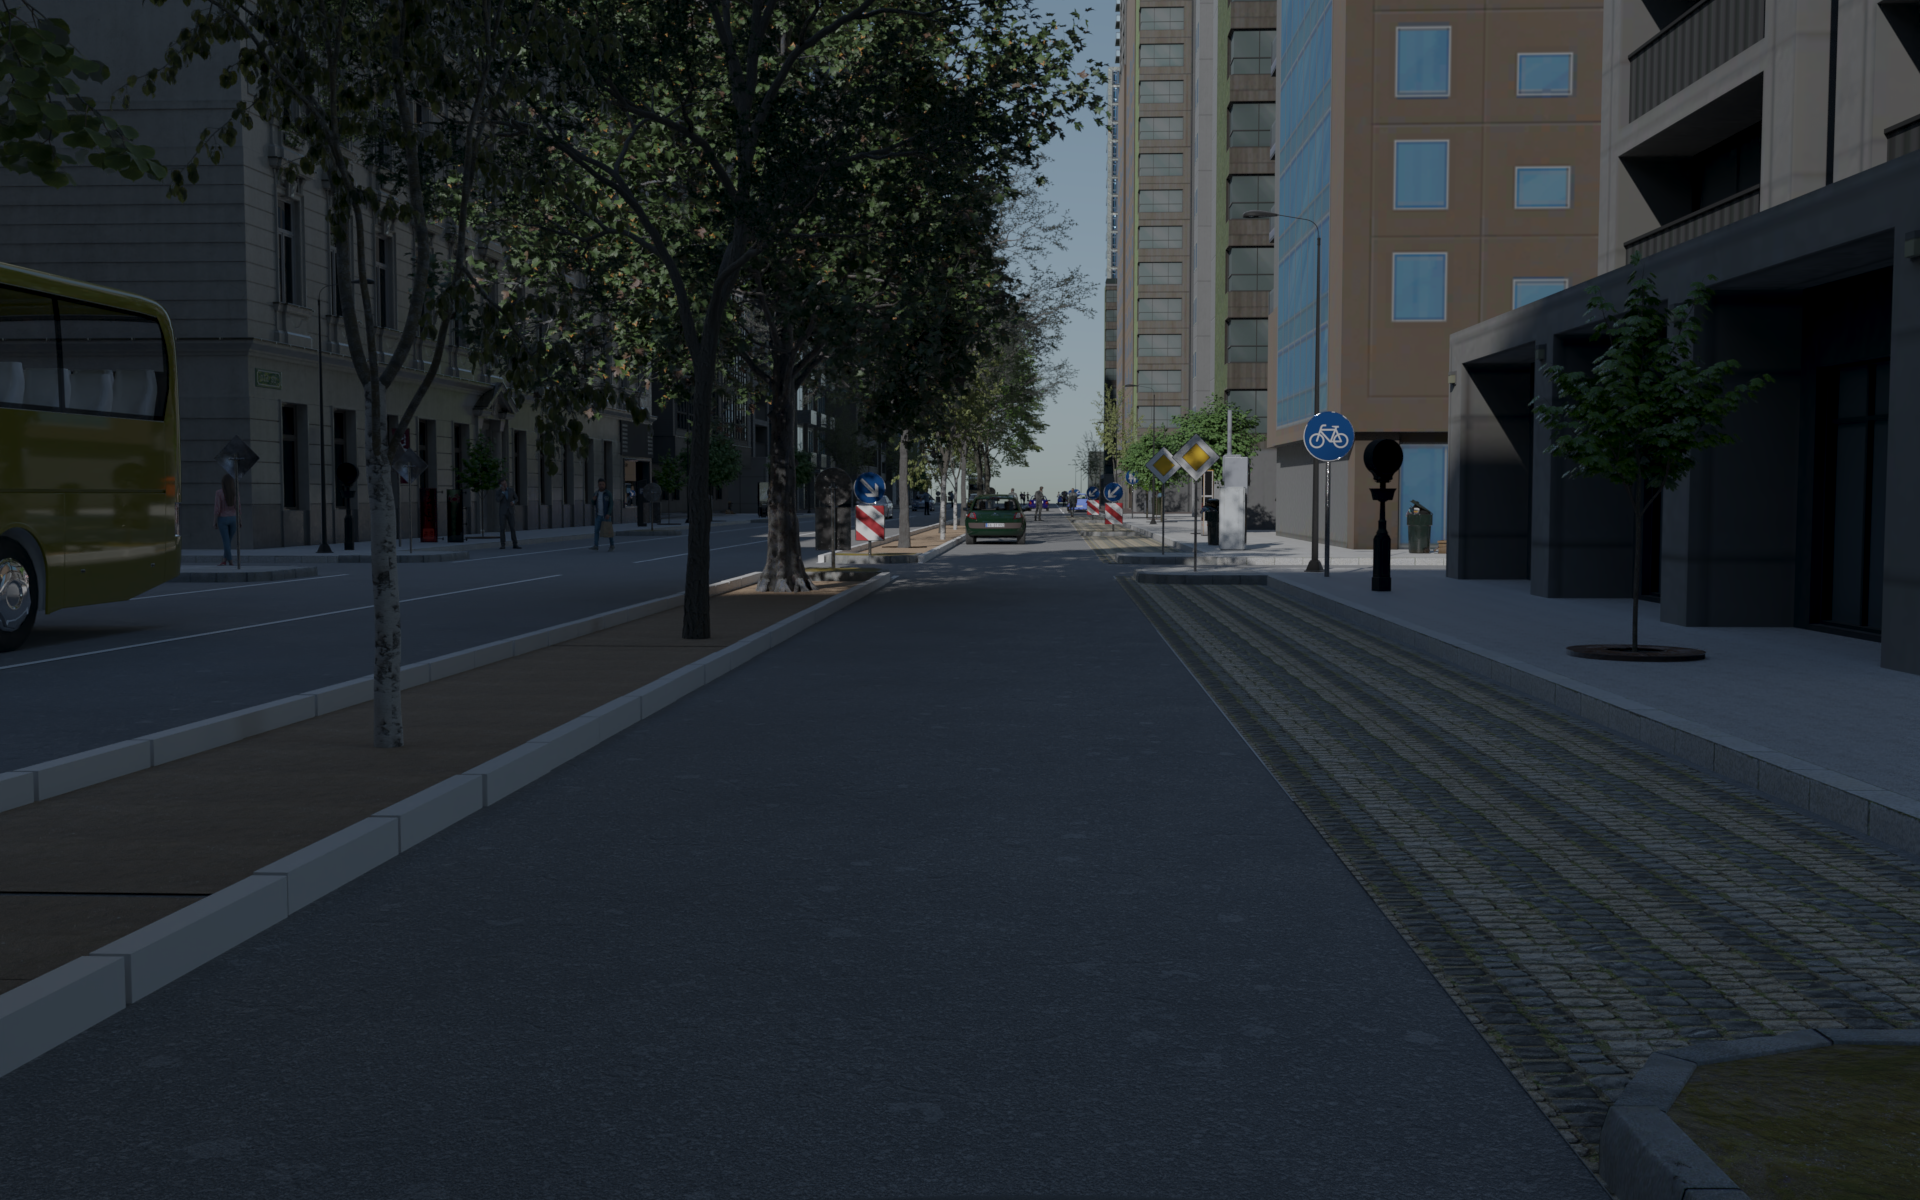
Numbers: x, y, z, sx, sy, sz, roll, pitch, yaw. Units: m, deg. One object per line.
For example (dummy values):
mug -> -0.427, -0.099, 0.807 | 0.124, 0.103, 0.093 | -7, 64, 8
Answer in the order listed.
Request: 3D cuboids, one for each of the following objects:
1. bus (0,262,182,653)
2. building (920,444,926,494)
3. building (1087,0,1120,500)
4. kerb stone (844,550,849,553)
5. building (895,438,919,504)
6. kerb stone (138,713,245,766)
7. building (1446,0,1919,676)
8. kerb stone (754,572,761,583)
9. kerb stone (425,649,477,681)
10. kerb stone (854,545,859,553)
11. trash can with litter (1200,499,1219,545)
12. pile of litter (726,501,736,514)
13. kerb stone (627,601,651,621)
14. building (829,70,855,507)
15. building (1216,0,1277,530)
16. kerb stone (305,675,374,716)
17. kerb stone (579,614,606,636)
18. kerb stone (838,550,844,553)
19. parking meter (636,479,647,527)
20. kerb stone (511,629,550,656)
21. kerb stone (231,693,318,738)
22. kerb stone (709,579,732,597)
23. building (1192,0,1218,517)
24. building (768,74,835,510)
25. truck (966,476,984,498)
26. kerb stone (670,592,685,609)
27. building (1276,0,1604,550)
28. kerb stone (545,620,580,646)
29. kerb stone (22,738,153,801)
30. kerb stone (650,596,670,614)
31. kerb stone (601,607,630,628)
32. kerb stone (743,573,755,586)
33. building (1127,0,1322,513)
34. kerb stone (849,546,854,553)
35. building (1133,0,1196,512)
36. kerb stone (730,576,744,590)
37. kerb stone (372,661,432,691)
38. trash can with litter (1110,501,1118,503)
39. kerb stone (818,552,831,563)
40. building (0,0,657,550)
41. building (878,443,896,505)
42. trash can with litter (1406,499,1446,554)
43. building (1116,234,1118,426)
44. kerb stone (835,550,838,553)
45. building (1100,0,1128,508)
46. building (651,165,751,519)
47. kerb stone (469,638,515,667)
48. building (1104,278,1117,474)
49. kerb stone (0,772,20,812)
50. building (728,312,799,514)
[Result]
bus -> -9.822, -1.300, 12.794 | 2.896, 3.916, 12.252 | 0, 4, 1
building -> -16.347, -38.401, 251.560 | 21.300, 48.544, 21.600 | 0, 4, 3
building -> 30.307, -57.495, 252.714 | 22.319, 86.520, 31.000 | 0, 4, 3
kerb stone -> -2.722, -1.073, 39.805 | 0.120, 0.150, 1.000 | 0, 4, 3
building -> -16.844, -41.859, 226.390 | 21.231, 58.520, 28.212 | 0, 4, 3
kerb stone -> -4.247, 0.773, 9.552 | 0.120, 0.150, 1.000 | 0, 4, 3
building -> 17.184, -35.204, 13.843 | 20.563, 71.187, 20.611 | 0, 4, 3
kerb stone -> -3.333, -0.355, 28.007 | 0.120, 0.150, 1.000 | 0, 4, 3
kerb stone -> -4.051, 0.523, 13.646 | 0.120, 0.150, 1.000 | 0, 4, 3
kerb stone -> -2.626, -1.200, 41.850 | 0.120, 0.150, 1.000 | 0, 4, 3
trash can with litter -> 6.551, -1.965, 43.515 | 0.624, 1.170, 1.055 | 3, 5, 43
pile of litter -> -14.881, -5.881, 110.112 | 1.176, 0.858, 1.719 | -2, 4, -34
kerb stone -> -3.734, 0.146, 19.810 | 0.120, 0.150, 1.000 | 0, 4, 3
building -> -19.993, -33.750, 175.518 | 21.300, 48.544, 21.600 | 0, 4, 3
building -> 16.867, -18.092, 67.509 | 14.160, 30.474, 14.107 | 0, 4, 3
kerb stone -> -4.151, 0.648, 11.599 | 0.120, 0.150, 1.000 | 0, 4, 3
kerb stone -> -3.839, 0.274, 17.758 | 0.120, 0.150, 1.000 | 0, 4, 3
kerb stone -> -2.773, -1.011, 38.780 | 0.120, 0.150, 1.000 | 0, 4, 3
parking meter -> -12.544, -3.821, 68.192 | 0.399, 1.863, 0.255 | -1, 4, -17
kerb stone -> -3.941, 0.397, 15.702 | 0.120, 0.150, 1.000 | 0, 4, 3
kerb stone -> -4.209, 0.714, 10.574 | 0.120, 0.150, 1.000 | 0, 4, 3
kerb stone -> -3.476, -0.161, 24.927 | 0.120, 0.150, 1.000 | 0, 4, 3
building -> 23.647, -33.869, 95.754 | 21.231, 58.520, 28.212 | 0, 4, 3
building -> -22.905, -32.418, 149.638 | 23.786, 49.044, 30.456 | 0, 4, 3
truck -> 2.477, -16.464, 258.099 | 2.839, 4.237, 11.283 | 0, 4, 1
kerb stone -> -3.635, 0.029, 21.857 | 0.120, 0.150, 1.000 | 0, 4, 3
building -> 16.089, -24.134, 44.709 | 14.200, 45.320, 14.600 | 0, 4, 3
kerb stone -> -3.889, 0.334, 16.736 | 0.120, 0.150, 1.000 | 0, 4, 3
kerb stone -> -4.304, 0.836, 8.526 | 0.120, 0.150, 1.000 | 0, 4, 3
kerb stone -> -3.688, 0.085, 20.836 | 0.120, 0.150, 1.000 | 0, 4, 3
kerb stone -> -3.788, 0.209, 18.783 | 0.120, 0.150, 1.000 | 0, 4, 3
kerb stone -> -3.371, -0.293, 26.984 | 0.120, 0.150, 1.000 | 0, 4, 3
building -> 20.855, -30.111, 142.418 | 14.600, 45.320, 14.200 | 0, 4, 3
kerb stone -> -2.678, -1.139, 40.826 | 0.120, 0.150, 1.000 | 0, 4, 3
building -> 19.910, -27.205, 128.403 | 14.154, 41.232, 14.086 | 0, 4, 3
kerb stone -> -3.425, -0.230, 25.961 | 0.120, 0.150, 1.000 | 0, 4, 3
kerb stone -> -4.107, 0.586, 12.622 | 0.120, 0.150, 1.000 | 0, 4, 3
trash can with litter -> 9.883, -6.014, 109.710 | 0.624, 1.170, 1.055 | -1, 4, -15
kerb stone -> -2.881, -0.889, 36.734 | 0.120, 0.150, 1.000 | 0, 4, 3
building -> -23.127, -17.398, 60.879 | 17.030, 29.872, 44.131 | 0, 4, 3
building -> -15.200, -26.524, 205.364 | 14.160, 30.474, 14.107 | 0, 4, 3
trash can with litter -> 10.175, -1.592, 37.415 | 1.055, 1.170, 0.624 | 1, 4, 12
building -> 23.310, -32.252, 177.432 | 14.600, 45.320, 14.200 | 0, 4, 3
kerb stone -> -2.832, -0.951, 37.754 | 0.120, 0.150, 1.000 | 0, 4, 3
building -> 27.913, -47.353, 212.470 | 20.563, 71.187, 20.611 | 0, 4, 3
building -> -20.477, -18.452, 95.196 | 14.314, 27.812, 24.014 | 0, 4, 3
kerb stone -> -4.002, 0.460, 14.667 | 0.120, 0.150, 1.000 | 0, 4, 3
building -> 26.222, -28.129, 231.616 | 14.160, 30.474, 14.107 | 0, 4, 3
kerb stone -> -4.361, 0.899, 7.499 | 0.120, 0.150, 1.000 | 0, 4, 3
building -> -22.373, -41.846, 122.441 | 20.563, 71.187, 20.611 | 0, 4, 3
